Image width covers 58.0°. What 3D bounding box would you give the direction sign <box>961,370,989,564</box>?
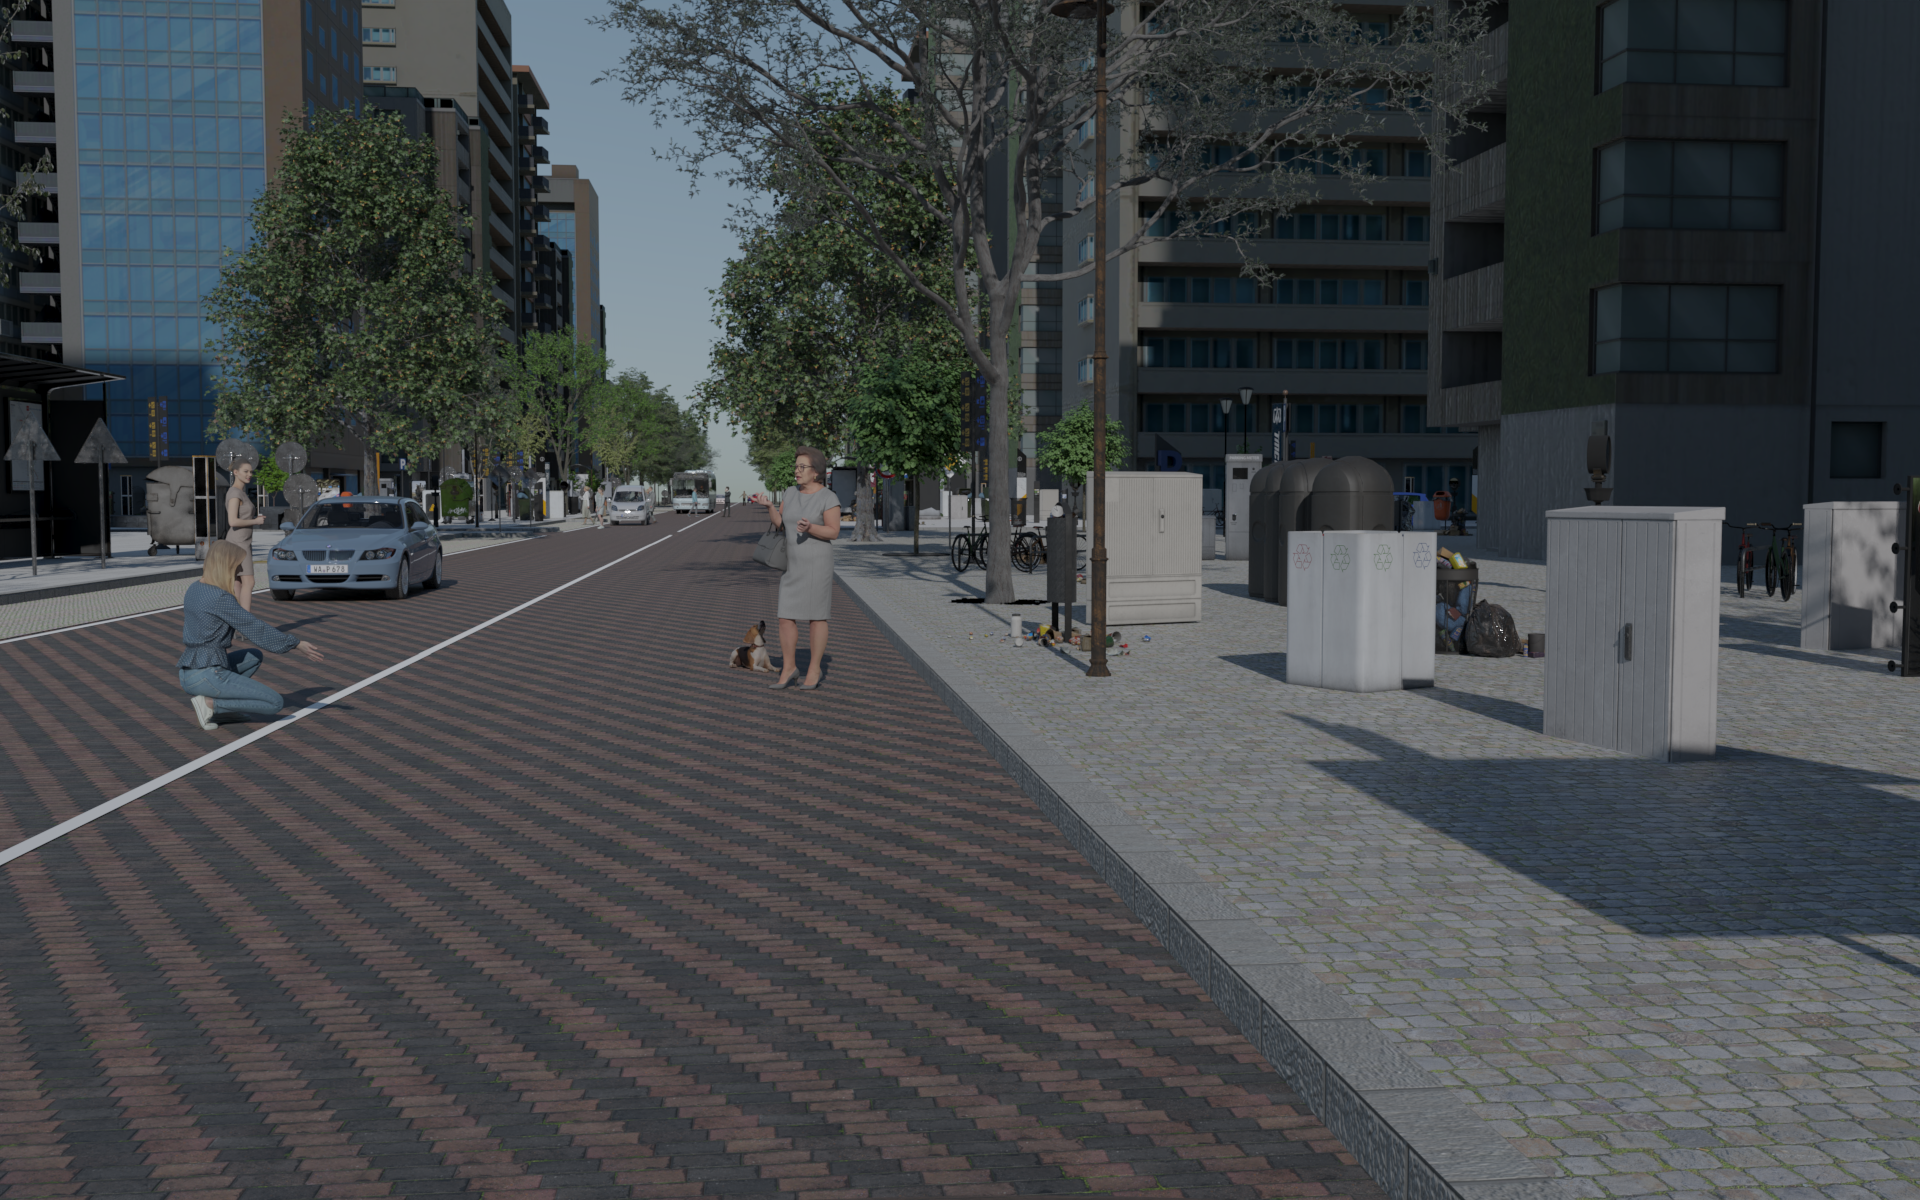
[{"bbox_3d":[0.247,-2.433,31.769,0.379,3.537,0.876,-2,4,-30],"label":"direction sign"}]

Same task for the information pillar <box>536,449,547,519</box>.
[{"bbox_3d":[-21.441,-5.949,88.626,0.504,3.616,0.183,-1,4,-19],"label":"information pillar"}]

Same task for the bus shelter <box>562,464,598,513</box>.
[{"bbox_3d":[-26.186,-7.699,119.794,2.014,3.302,5.546,0,4,-7],"label":"bus shelter"}]

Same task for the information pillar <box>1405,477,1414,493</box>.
[{"bbox_3d":[19.431,-4.308,74.921,0.304,2.012,0.304,3,5,40],"label":"information pillar"}]

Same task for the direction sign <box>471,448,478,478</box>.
[{"bbox_3d":[-23.519,-5.673,84.758,0.379,3.537,0.876,3,5,44],"label":"direction sign"}]

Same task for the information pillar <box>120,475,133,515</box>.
[{"bbox_3d":[-32.712,-3.884,67.999,0.304,2.012,0.304,0,4,1],"label":"information pillar"}]

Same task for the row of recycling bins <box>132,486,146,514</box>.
[{"bbox_3d":[-38.391,-4.697,83.909,3.534,1.692,1.069,-1,4,-22],"label":"row of recycling bins"}]

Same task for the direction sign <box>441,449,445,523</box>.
[{"bbox_3d":[-22.535,-5.118,75.681,0.379,3.537,0.876,-1,4,-18],"label":"direction sign"}]

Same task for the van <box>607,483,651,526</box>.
[{"bbox_3d":[-15.248,-4.462,79.959,2.013,2.044,4.112,0,4,-8],"label":"van"}]

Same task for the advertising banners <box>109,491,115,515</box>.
[{"bbox_3d":[-38.645,-5.004,78.005,2.074,3.025,0.090,3,4,36],"label":"advertising banners"}]

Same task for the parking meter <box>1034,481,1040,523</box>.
[{"bbox_3d":[3.397,-4.337,76.617,0.255,1.863,0.399,0,4,4],"label":"parking meter"}]

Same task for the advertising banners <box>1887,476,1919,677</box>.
[{"bbox_3d":[7.545,-0.979,12.189,2.074,3.025,0.090,-1,4,-8],"label":"advertising banners"}]

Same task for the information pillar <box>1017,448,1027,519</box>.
[{"bbox_3d":[3.109,-5.883,87.545,0.504,3.616,0.183,1,4,16],"label":"information pillar"}]

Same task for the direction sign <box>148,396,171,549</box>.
[{"bbox_3d":[-18.609,-2.952,40.268,0.876,3.537,0.379,3,4,39],"label":"direction sign"}]

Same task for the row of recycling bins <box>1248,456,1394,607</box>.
[{"bbox_3d":[4.119,-0.800,20.193,1.069,1.692,3.534,0,4,-5],"label":"row of recycling bins"}]

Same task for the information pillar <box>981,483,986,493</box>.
[{"bbox_3d":[1.601,-6.997,118.887,0.304,2.012,0.304,-1,4,-12],"label":"information pillar"}]

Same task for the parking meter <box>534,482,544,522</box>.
[{"bbox_3d":[-19.713,-4.607,81.038,0.255,1.863,0.399,2,4,26],"label":"parking meter"}]

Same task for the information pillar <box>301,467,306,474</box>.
[{"bbox_3d":[-30.031,-5.376,79.248,0.183,3.616,0.504,0,4,-8],"label":"information pillar"}]

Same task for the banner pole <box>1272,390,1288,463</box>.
[{"bbox_3d":[7.752,-3.178,41.977,0.401,3.779,0.863,-1,4,-18],"label":"banner pole"}]

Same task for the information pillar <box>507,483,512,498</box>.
[{"bbox_3d":[-30.898,-6.988,118.751,0.304,2.012,0.304,-2,4,-27],"label":"information pillar"}]

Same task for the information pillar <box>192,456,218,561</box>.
[{"bbox_3d":[-14.504,-1.761,33.289,0.304,2.012,0.304,0,4,7],"label":"information pillar"}]

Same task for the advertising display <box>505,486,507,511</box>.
[{"bbox_3d":[-31.824,-7.173,122.487,0.123,1.923,0.974,2,4,26],"label":"advertising display"}]

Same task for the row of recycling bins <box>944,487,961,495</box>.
[{"bbox_3d":[-1.144,-6.154,107.726,3.534,1.692,1.069,2,4,32],"label":"row of recycling bins"}]

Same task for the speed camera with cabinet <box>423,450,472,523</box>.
[{"bbox_3d":[-22.763,-5.047,76.862,2.038,3.252,0.660,0,4,-2],"label":"speed camera with cabinet"}]

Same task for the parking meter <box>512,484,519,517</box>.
[{"bbox_3d":[-24.635,-5.524,96.029,0.255,1.863,0.399,1,4,18],"label":"parking meter"}]

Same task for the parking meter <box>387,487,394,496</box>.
[{"bbox_3d":[-21.291,-3.460,64.985,0.372,1.533,0.369,0,3,0],"label":"parking meter"}]

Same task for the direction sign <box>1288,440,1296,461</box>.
[{"bbox_3d":[13.855,-4.948,72.891,0.379,3.537,0.876,3,5,44],"label":"direction sign"}]

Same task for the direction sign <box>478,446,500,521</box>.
[{"bbox_3d":[-22.239,-5.517,82.202,0.876,3.537,0.379,-2,4,-34],"label":"direction sign"}]

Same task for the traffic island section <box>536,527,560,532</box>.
[{"bbox_3d":[-16.429,-2.687,66.218,2.009,0.180,2.903,0,4,-7],"label":"traffic island section"}]

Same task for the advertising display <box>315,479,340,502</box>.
[{"bbox_3d":[-26.699,-4.157,73.175,0.974,1.923,0.123,-2,4,-29],"label":"advertising display"}]

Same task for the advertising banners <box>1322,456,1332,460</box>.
[{"bbox_3d":[17.288,-5.023,78.309,2.074,3.025,0.090,3,4,38],"label":"advertising banners"}]

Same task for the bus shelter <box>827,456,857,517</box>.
[{"bbox_3d":[-6.189,-6.192,95.166,2.014,3.302,5.546,0,4,-7],"label":"bus shelter"}]

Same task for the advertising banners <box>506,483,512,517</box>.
[{"bbox_3d":[-25.424,-6.213,97.777,0.090,3.025,2.074,-1,4,-23],"label":"advertising banners"}]

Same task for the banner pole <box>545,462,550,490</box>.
[{"bbox_3d":[-28.659,-7.940,119.836,0.863,3.779,0.401,2,4,33],"label":"banner pole"}]

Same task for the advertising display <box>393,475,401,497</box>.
[{"bbox_3d":[-18.723,-3.206,57.624,0.123,1.923,0.974,-2,4,-24],"label":"advertising display"}]

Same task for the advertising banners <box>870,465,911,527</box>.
[{"bbox_3d":[-2.823,-4.357,67.429,2.074,3.025,0.090,2,4,28],"label":"advertising banners"}]

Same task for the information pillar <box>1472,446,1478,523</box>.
[{"bbox_3d":[22.692,-5.167,75.831,0.504,3.616,0.183,2,4,25],"label":"information pillar"}]

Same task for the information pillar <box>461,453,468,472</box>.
[{"bbox_3d":[-28.282,-6.582,98.967,0.504,3.616,0.183,2,4,31],"label":"information pillar"}]

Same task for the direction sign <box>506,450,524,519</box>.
[{"bbox_3d":[-22.639,-5.879,88.112,0.876,3.537,0.379,-2,4,-23],"label":"direction sign"}]

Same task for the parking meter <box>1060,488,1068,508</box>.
[{"bbox_3d":[4.499,-4.078,75.084,0.372,1.533,0.369,0,3,0],"label":"parking meter"}]

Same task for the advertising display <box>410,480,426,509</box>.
[{"bbox_3d":[-24.943,-4.559,79.751,0.123,1.923,0.974,2,4,25],"label":"advertising display"}]

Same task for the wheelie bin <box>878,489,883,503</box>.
[{"bbox_3d":[-4.881,-6.002,106.037,0.980,1.594,0.693,0,4,3],"label":"wheelie bin"}]

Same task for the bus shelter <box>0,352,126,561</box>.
[{"bbox_3d":[-17.098,-2.458,31.466,1.731,3.624,6.357,0,4,-7],"label":"bus shelter"}]

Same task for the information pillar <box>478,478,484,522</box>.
[{"bbox_3d":[-22.187,-4.613,79.913,0.304,2.012,0.304,2,4,30],"label":"information pillar"}]

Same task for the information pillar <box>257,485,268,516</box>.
[{"bbox_3d":[-28.803,-4.103,71.576,0.304,2.012,0.304,1,4,11],"label":"information pillar"}]

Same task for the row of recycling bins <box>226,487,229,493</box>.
[{"bbox_3d":[-32.204,-4.124,74.532,1.069,1.692,3.534,0,4,-2],"label":"row of recycling bins"}]

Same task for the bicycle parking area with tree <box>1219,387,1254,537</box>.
[{"bbox_3d":[7.628,-3.797,49.089,9.016,4.147,8.231,1,4,16],"label":"bicycle parking area with tree"}]

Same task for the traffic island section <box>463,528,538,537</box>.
[{"bbox_3d":[-15.497,-2.202,58.288,2.009,0.180,2.903,0,4,-7],"label":"traffic island section"}]

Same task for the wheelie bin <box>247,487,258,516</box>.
[{"bbox_3d":[-33.557,-4.568,82.593,0.980,1.594,0.693,-2,4,-26],"label":"wheelie bin"}]
